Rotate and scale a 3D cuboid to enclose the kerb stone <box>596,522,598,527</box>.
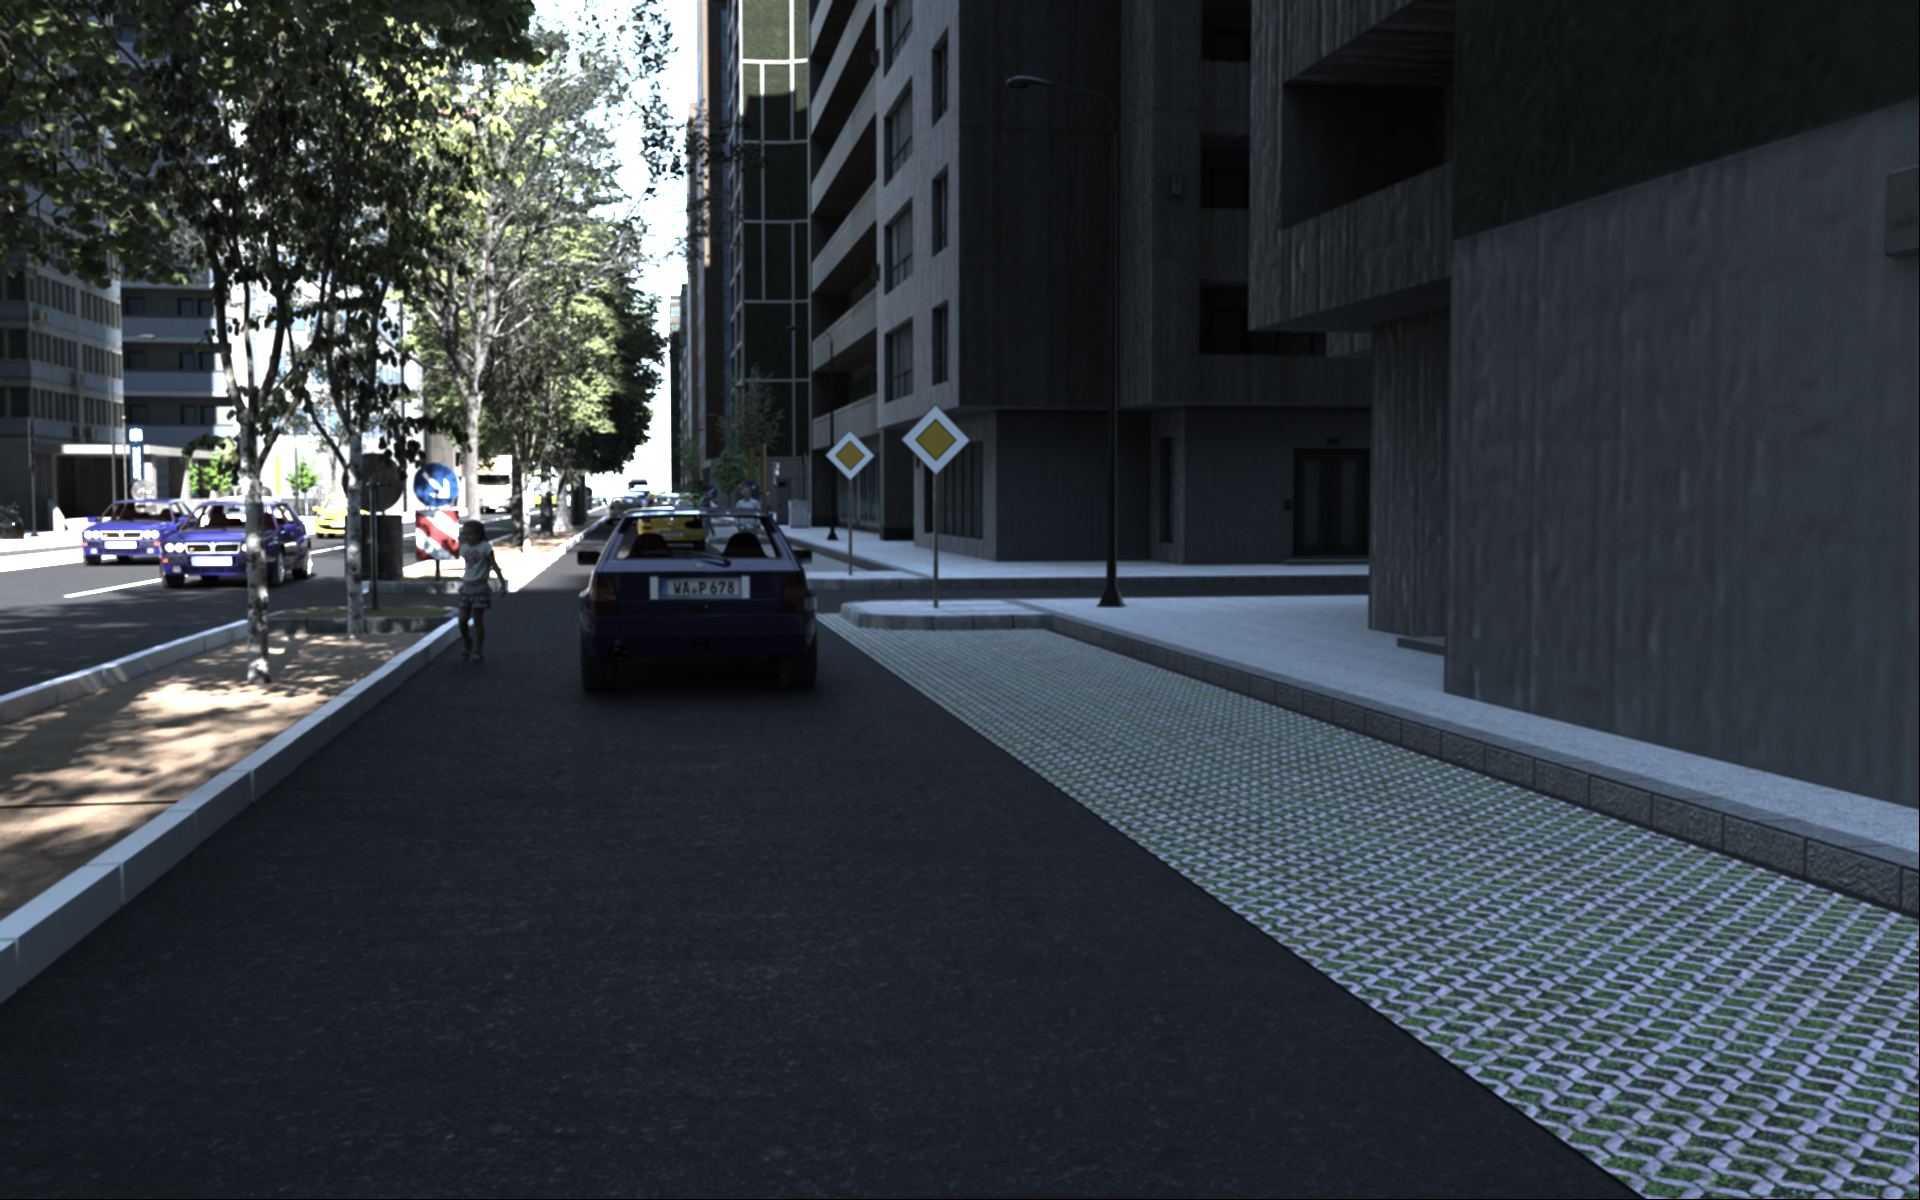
[{"bbox_3d":[-15.331,-3.080,72.559,0.120,0.150,1.000,-1,4,-10],"label":"kerb stone"}]

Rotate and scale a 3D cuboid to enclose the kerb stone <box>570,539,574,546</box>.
[{"bbox_3d":[-10.465,-1.477,46.344,0.120,0.150,1.000,-1,4,-10],"label":"kerb stone"}]

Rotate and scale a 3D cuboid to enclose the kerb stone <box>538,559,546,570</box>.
[{"bbox_3d":[-7.846,-0.614,32.237,0.120,0.150,1.000,-1,4,-10],"label":"kerb stone"}]

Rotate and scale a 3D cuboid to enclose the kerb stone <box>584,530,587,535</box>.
[{"bbox_3d":[-12.524,-2.154,57.426,0.120,0.150,1.000,-1,4,-10],"label":"kerb stone"}]

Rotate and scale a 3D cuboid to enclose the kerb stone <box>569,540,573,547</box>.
[{"bbox_3d":[-10.273,-1.415,45.328,0.120,0.150,1.000,-1,4,-10],"label":"kerb stone"}]

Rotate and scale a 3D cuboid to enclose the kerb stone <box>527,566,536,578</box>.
[{"bbox_3d":[-7.283,-0.427,29.220,0.120,0.150,1.000,-1,4,-10],"label":"kerb stone"}]

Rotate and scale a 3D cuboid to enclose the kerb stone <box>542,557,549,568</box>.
[{"bbox_3d":[-8.026,-0.676,33.252,0.120,0.150,1.000,-1,4,-10],"label":"kerb stone"}]

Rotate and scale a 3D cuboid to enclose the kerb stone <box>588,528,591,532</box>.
[{"bbox_3d":[-13.280,-2.395,61.473,0.120,0.150,1.000,-1,4,-10],"label":"kerb stone"}]

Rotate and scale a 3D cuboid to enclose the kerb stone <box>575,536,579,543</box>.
[{"bbox_3d":[-11.023,-1.662,49.365,0.120,0.150,1.000,-1,4,-10],"label":"kerb stone"}]

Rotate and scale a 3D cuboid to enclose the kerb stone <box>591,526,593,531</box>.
[{"bbox_3d":[-13.832,-2.587,64.496,0.120,0.150,1.000,-1,4,-10],"label":"kerb stone"}]

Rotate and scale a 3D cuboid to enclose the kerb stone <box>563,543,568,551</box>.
[{"bbox_3d":[-9.710,-1.230,42.314,0.120,0.150,1.000,-1,4,-10],"label":"kerb stone"}]

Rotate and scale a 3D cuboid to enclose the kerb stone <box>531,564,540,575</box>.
[{"bbox_3d":[-7.470,-0.491,30.227,0.120,0.150,1.000,-1,4,-10],"label":"kerb stone"}]

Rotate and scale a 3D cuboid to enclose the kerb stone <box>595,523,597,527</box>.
[{"bbox_3d":[-14.959,-2.957,70.538,0.120,0.150,1.000,-1,4,-10],"label":"kerb stone"}]

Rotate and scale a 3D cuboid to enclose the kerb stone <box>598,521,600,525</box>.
[{"bbox_3d":[-15.908,-3.263,75.579,0.120,0.150,1.000,-1,4,-10],"label":"kerb stone"}]

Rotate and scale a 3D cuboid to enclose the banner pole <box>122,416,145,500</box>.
[{"bbox_3d":[-26.536,-4.007,55.531,0.863,3.779,0.401,0,4,2],"label":"banner pole"}]

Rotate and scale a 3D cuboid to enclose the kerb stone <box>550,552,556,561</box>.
[{"bbox_3d":[-8.594,-0.861,36.270,0.120,0.150,1.000,-1,4,-10],"label":"kerb stone"}]

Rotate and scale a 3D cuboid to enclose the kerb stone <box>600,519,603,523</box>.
[{"bbox_3d":[-16.827,-3.573,80.607,0.120,0.150,1.000,-1,4,-10],"label":"kerb stone"}]

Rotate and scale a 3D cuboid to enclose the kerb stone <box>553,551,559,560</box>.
[{"bbox_3d":[-8.778,-0.916,37.276,0.120,0.150,1.000,-1,4,-10],"label":"kerb stone"}]

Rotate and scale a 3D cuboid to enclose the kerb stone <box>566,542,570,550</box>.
[{"bbox_3d":[-9.906,-1.290,43.317,0.120,0.150,1.000,-1,4,-10],"label":"kerb stone"}]

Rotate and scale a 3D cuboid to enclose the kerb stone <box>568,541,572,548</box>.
[{"bbox_3d":[-10.085,-1.353,44.323,0.120,0.150,1.000,-1,4,-10],"label":"kerb stone"}]

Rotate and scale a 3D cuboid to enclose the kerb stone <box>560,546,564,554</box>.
[{"bbox_3d":[-9.348,-1.107,40.295,0.120,0.150,1.000,-1,4,-10],"label":"kerb stone"}]

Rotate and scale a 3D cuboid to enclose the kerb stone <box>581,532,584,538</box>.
[{"bbox_3d":[-11.968,-1.970,54.405,0.120,0.150,1.000,-1,4,-10],"label":"kerb stone"}]

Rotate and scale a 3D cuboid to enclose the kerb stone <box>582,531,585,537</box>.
[{"bbox_3d":[-12.149,-2.028,55.413,0.120,0.150,1.000,-1,4,-10],"label":"kerb stone"}]

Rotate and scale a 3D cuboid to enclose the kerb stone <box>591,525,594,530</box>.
[{"bbox_3d":[-14.023,-2.647,65.500,0.120,0.150,1.000,-1,4,-10],"label":"kerb stone"}]

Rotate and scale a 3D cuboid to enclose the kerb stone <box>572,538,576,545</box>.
[{"bbox_3d":[-10.654,-1.534,47.352,0.120,0.150,1.000,-1,4,-10],"label":"kerb stone"}]

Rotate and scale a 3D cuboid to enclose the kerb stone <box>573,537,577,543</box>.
[{"bbox_3d":[-10.837,-1.600,48.357,0.120,0.150,1.000,-1,4,-10],"label":"kerb stone"}]

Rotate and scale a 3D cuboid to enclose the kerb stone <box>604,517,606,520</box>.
[{"bbox_3d":[-18.141,-4.004,87.663,0.120,0.150,1.000,-1,4,-10],"label":"kerb stone"}]

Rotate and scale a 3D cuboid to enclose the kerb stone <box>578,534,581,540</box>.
[{"bbox_3d":[-11.400,-1.784,51.381,0.120,0.150,1.000,-1,4,-10],"label":"kerb stone"}]

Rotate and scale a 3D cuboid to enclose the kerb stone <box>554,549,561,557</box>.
[{"bbox_3d":[-8.960,-0.984,38.281,0.120,0.150,1.000,-1,4,-10],"label":"kerb stone"}]

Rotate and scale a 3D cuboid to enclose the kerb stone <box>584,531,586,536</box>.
[{"bbox_3d":[-12.333,-2.091,56.422,0.120,0.150,1.000,-1,4,-10],"label":"kerb stone"}]

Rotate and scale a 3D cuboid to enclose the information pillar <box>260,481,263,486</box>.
[{"bbox_3d":[-38.475,-5.540,95.078,0.304,2.012,0.304,1,4,9],"label":"information pillar"}]

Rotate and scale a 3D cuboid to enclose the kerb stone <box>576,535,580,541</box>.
[{"bbox_3d":[-11.217,-1.724,50.375,0.120,0.150,1.000,-1,4,-10],"label":"kerb stone"}]

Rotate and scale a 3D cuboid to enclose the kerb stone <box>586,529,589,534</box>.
[{"bbox_3d":[-12.902,-2.278,59.450,0.120,0.150,1.000,-1,4,-10],"label":"kerb stone"}]

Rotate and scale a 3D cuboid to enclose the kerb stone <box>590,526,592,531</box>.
[{"bbox_3d":[-13.650,-2.520,63.490,0.120,0.150,1.000,-1,4,-10],"label":"kerb stone"}]

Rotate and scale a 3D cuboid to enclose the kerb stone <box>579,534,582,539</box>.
[{"bbox_3d":[-11.589,-1.847,52.392,0.120,0.150,1.000,-1,4,-10],"label":"kerb stone"}]

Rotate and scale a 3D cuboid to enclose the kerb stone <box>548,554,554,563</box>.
[{"bbox_3d":[-8.405,-0.799,35.266,0.120,0.150,1.000,-1,4,-10],"label":"kerb stone"}]

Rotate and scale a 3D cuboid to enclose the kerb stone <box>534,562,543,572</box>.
[{"bbox_3d":[-7.658,-0.553,31.232,0.120,0.150,1.000,-1,4,-10],"label":"kerb stone"}]

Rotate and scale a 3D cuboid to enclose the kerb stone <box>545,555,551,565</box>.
[{"bbox_3d":[-8.223,-0.738,34.258,0.120,0.150,1.000,-1,4,-10],"label":"kerb stone"}]

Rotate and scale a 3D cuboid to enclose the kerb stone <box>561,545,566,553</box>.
[{"bbox_3d":[-9.534,-1.163,41.301,0.120,0.150,1.000,-1,4,-10],"label":"kerb stone"}]

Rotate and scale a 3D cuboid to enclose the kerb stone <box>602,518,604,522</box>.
[{"bbox_3d":[-17.393,-3.757,83.629,0.120,0.150,1.000,-1,4,-10],"label":"kerb stone"}]

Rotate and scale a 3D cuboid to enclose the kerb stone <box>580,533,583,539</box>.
[{"bbox_3d":[-11.782,-1.906,53.401,0.120,0.150,1.000,-1,4,-10],"label":"kerb stone"}]

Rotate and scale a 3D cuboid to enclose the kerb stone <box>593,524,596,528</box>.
[{"bbox_3d":[-14.590,-2.833,68.517,0.120,0.150,1.000,-1,4,-10],"label":"kerb stone"}]

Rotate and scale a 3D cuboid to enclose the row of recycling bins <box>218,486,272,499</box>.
[{"bbox_3d":[-37.866,-5.106,90.603,3.534,1.692,1.069,-1,4,-17],"label":"row of recycling bins"}]

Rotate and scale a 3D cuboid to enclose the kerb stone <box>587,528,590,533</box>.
[{"bbox_3d":[-13.084,-2.341,60.463,0.120,0.150,1.000,-1,4,-10],"label":"kerb stone"}]

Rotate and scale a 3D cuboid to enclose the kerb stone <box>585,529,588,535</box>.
[{"bbox_3d":[-12.711,-2.216,58.431,0.120,0.150,1.000,-1,4,-10],"label":"kerb stone"}]

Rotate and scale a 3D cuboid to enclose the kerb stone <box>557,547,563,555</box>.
[{"bbox_3d":[-9.153,-1.045,39.285,0.120,0.150,1.000,-1,4,-10],"label":"kerb stone"}]
